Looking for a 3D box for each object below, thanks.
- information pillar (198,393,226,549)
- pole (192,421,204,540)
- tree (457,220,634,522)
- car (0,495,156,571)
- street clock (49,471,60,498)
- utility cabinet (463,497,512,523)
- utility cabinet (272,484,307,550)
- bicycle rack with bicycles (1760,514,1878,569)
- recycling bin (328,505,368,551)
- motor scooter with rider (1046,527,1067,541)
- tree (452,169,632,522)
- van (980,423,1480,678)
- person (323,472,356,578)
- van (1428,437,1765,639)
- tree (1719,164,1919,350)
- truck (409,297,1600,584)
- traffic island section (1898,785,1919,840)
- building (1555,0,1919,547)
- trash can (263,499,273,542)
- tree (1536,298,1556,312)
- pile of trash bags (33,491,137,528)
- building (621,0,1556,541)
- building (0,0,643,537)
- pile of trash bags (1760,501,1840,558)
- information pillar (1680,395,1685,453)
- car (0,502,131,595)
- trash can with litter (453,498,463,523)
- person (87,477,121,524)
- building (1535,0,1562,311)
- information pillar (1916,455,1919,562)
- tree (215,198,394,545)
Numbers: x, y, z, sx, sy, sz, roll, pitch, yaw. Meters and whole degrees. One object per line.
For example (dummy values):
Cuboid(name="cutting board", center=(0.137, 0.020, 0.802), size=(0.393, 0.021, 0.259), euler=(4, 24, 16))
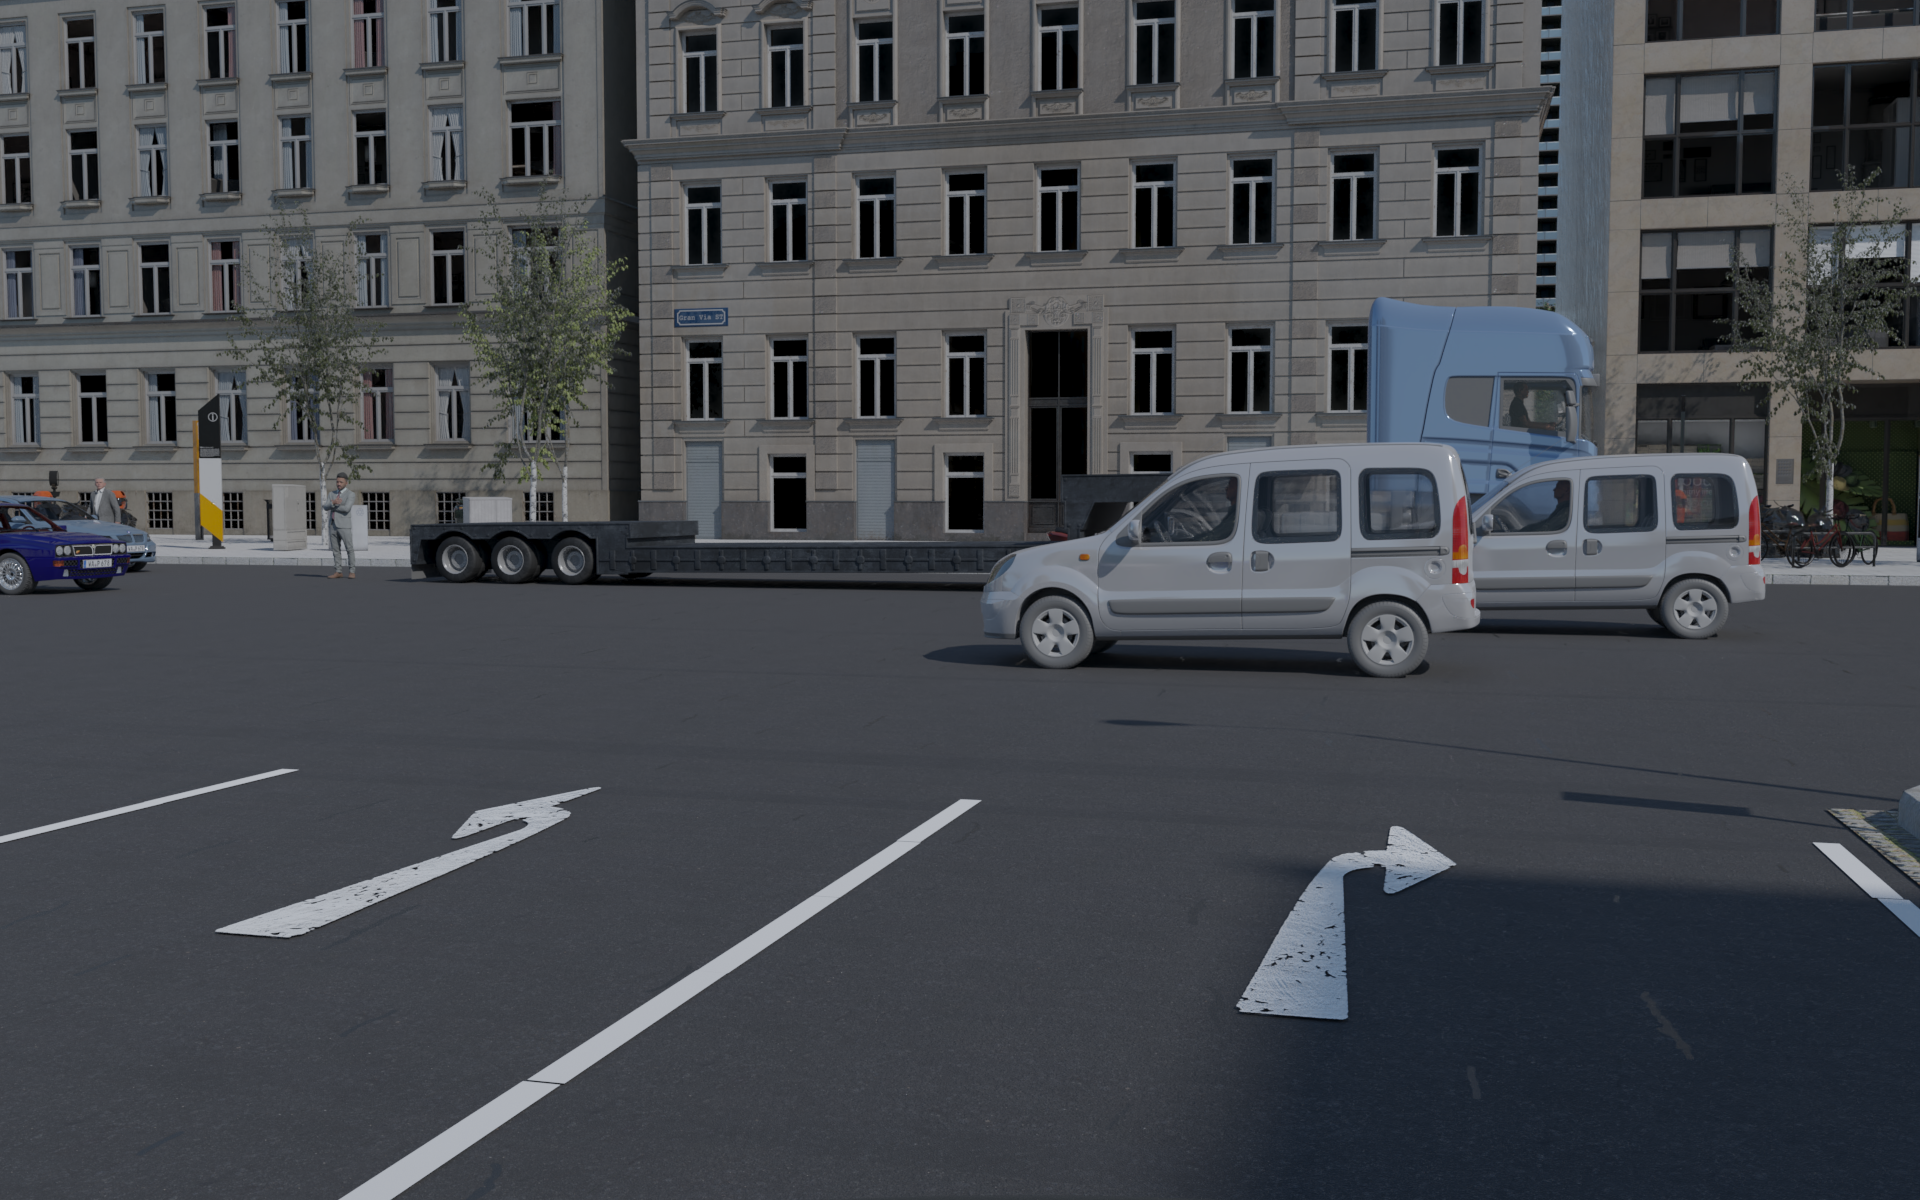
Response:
Cuboid(name="information pillar", center=(-17.402, -2.991, 40.254), size=(0.504, 3.616, 0.183), euler=(-1, 4, -11))
Cuboid(name="pole", center=(-21.177, -3.321, 48.137), size=(0.158, 3.312, 0.155), euler=(0, 3, 0))
Cuboid(name="tree", center=(-10.778, -5.852, 46.044), size=(4.737, 8.622, 4.395), euler=(0, 3, 0))
Cuboid(name="car", center=(-17.047, -1.215, 31.865), size=(4.499, 1.417, 2.014), euler=(1, 4, 16))
Cuboid(name="street clock", center=(-28.146, -3.014, 53.848), size=(0.358, 2.002, 0.471), euler=(-1, 4, -20))
Cuboid(name="utility cabinet", center=(-10.077, -1.580, 36.998), size=(0.306, 1.237, 1.020), euler=(3, 5, 44))
Cuboid(name="utility cabinet", center=(-15.234, -1.879, 39.399), size=(0.318, 1.500, 1.173), euler=(0, 4, 1))
Cuboid(name="bicycle rack with bicycles", center=(15.246, -1.083, 31.085), size=(2.925, 0.926, 2.852), euler=(-1, 4, -16))
Cuboid(name="recycling bin", center=(-13.872, -1.632, 39.245), size=(0.722, 1.027, 0.722), euler=(-2, 4, -33))
Cuboid(name="motor scooter with rider", center=(2.296, -1.257, 29.514), size=(1.986, 1.779, 0.876), euler=(1, 4, 17))
Cuboid(name="tree", center=(-9.851, -5.494, 40.187), size=(4.360, 8.622, 3.978), euler=(0, 3, 0))
Cuboid(name="van", center=(2.228, -0.460, 14.537), size=(4.112, 2.044, 2.013), euler=(1, 4, 15))
Cuboid(name="person", center=(-10.523, -1.265, 29.369), size=(0.511, 1.800, 0.466), euler=(0, 4, -1))
Cuboid(name="van", center=(6.155, -0.680, 18.136), size=(4.112, 2.044, 2.013), euler=(1, 4, 16))
Cuboid(name="tree", center=(19.053, -5.376, 38.268), size=(4.360, 8.622, 3.978), euler=(0, 3, 0))
Cuboid(name="truck", center=(0.427, -2.235, 26.308), size=(18.799, 4.110, 2.967), euler=(1, 4, 17))
Cuboid(name="traffic island section", center=(4.777, 0.974, 6.364), size=(2.009, 0.180, 2.903), euler=(1, 4, 15))
Cuboid(name="building", center=(34.647, -14.793, 46.376), size=(34.151, 26.468, 19.350), euler=(1, 4, 15))
Cuboid(name="trash can", center=(-18.302, -2.133, 46.536), size=(0.748, 1.137, 0.748), euler=(0, 3, 0))
Cuboid(name="tree", center=(32.920, -11.184, 99.868), size=(9.611, 12.733, 9.660), euler=(0, 3, 0))
Cuboid(name="pile of trash bags", center=(-25.196, -2.395, 48.916), size=(3.447, 1.369, 1.912), euler=(2, 4, 35))
Cuboid(name="building", center=(4.029, -15.505, 50.768), size=(25.104, 27.353, 12.463), euler=(1, 4, 15))
Cuboid(name="building", center=(-22.091, -13.902, 60.587), size=(30.059, 22.955, 16.112), euler=(1, 4, 15))
Cuboid(name="pile of trash bags", center=(16.001, -1.572, 35.449), size=(3.447, 1.369, 1.912), euler=(0, 4, 3))
Cuboid(name="information pillar", center=(17.062, -3.034, 40.953), size=(0.183, 3.616, 0.504), euler=(1, 4, 22))
Cuboid(name="car", center=(-14.368, -0.797, 25.603), size=(3.894, 1.354, 1.945), euler=(1, 4, 15))
Cuboid(name="trash can with litter", center=(-13.523, -2.247, 48.123), size=(1.055, 1.170, 0.624), euler=(-1, 4, -17))
Cuboid(name="person", center=(-17.177, -1.574, 34.632), size=(0.661, 1.777, 0.834), euler=(0, 4, 3))
Cuboid(name="building", center=(70.551, -54.406, 202.216), size=(31.000, 86.520, 22.319), euler=(1, 4, 15))
Cuboid(name="information pillar", center=(18.163, -1.708, 32.423), size=(0.304, 2.012, 0.304), euler=(0, 4, -3))
Cuboid(name="tree", center=(-15.961, -5.662, 42.940), size=(4.360, 8.622, 3.978), euler=(0, 3, 0))
